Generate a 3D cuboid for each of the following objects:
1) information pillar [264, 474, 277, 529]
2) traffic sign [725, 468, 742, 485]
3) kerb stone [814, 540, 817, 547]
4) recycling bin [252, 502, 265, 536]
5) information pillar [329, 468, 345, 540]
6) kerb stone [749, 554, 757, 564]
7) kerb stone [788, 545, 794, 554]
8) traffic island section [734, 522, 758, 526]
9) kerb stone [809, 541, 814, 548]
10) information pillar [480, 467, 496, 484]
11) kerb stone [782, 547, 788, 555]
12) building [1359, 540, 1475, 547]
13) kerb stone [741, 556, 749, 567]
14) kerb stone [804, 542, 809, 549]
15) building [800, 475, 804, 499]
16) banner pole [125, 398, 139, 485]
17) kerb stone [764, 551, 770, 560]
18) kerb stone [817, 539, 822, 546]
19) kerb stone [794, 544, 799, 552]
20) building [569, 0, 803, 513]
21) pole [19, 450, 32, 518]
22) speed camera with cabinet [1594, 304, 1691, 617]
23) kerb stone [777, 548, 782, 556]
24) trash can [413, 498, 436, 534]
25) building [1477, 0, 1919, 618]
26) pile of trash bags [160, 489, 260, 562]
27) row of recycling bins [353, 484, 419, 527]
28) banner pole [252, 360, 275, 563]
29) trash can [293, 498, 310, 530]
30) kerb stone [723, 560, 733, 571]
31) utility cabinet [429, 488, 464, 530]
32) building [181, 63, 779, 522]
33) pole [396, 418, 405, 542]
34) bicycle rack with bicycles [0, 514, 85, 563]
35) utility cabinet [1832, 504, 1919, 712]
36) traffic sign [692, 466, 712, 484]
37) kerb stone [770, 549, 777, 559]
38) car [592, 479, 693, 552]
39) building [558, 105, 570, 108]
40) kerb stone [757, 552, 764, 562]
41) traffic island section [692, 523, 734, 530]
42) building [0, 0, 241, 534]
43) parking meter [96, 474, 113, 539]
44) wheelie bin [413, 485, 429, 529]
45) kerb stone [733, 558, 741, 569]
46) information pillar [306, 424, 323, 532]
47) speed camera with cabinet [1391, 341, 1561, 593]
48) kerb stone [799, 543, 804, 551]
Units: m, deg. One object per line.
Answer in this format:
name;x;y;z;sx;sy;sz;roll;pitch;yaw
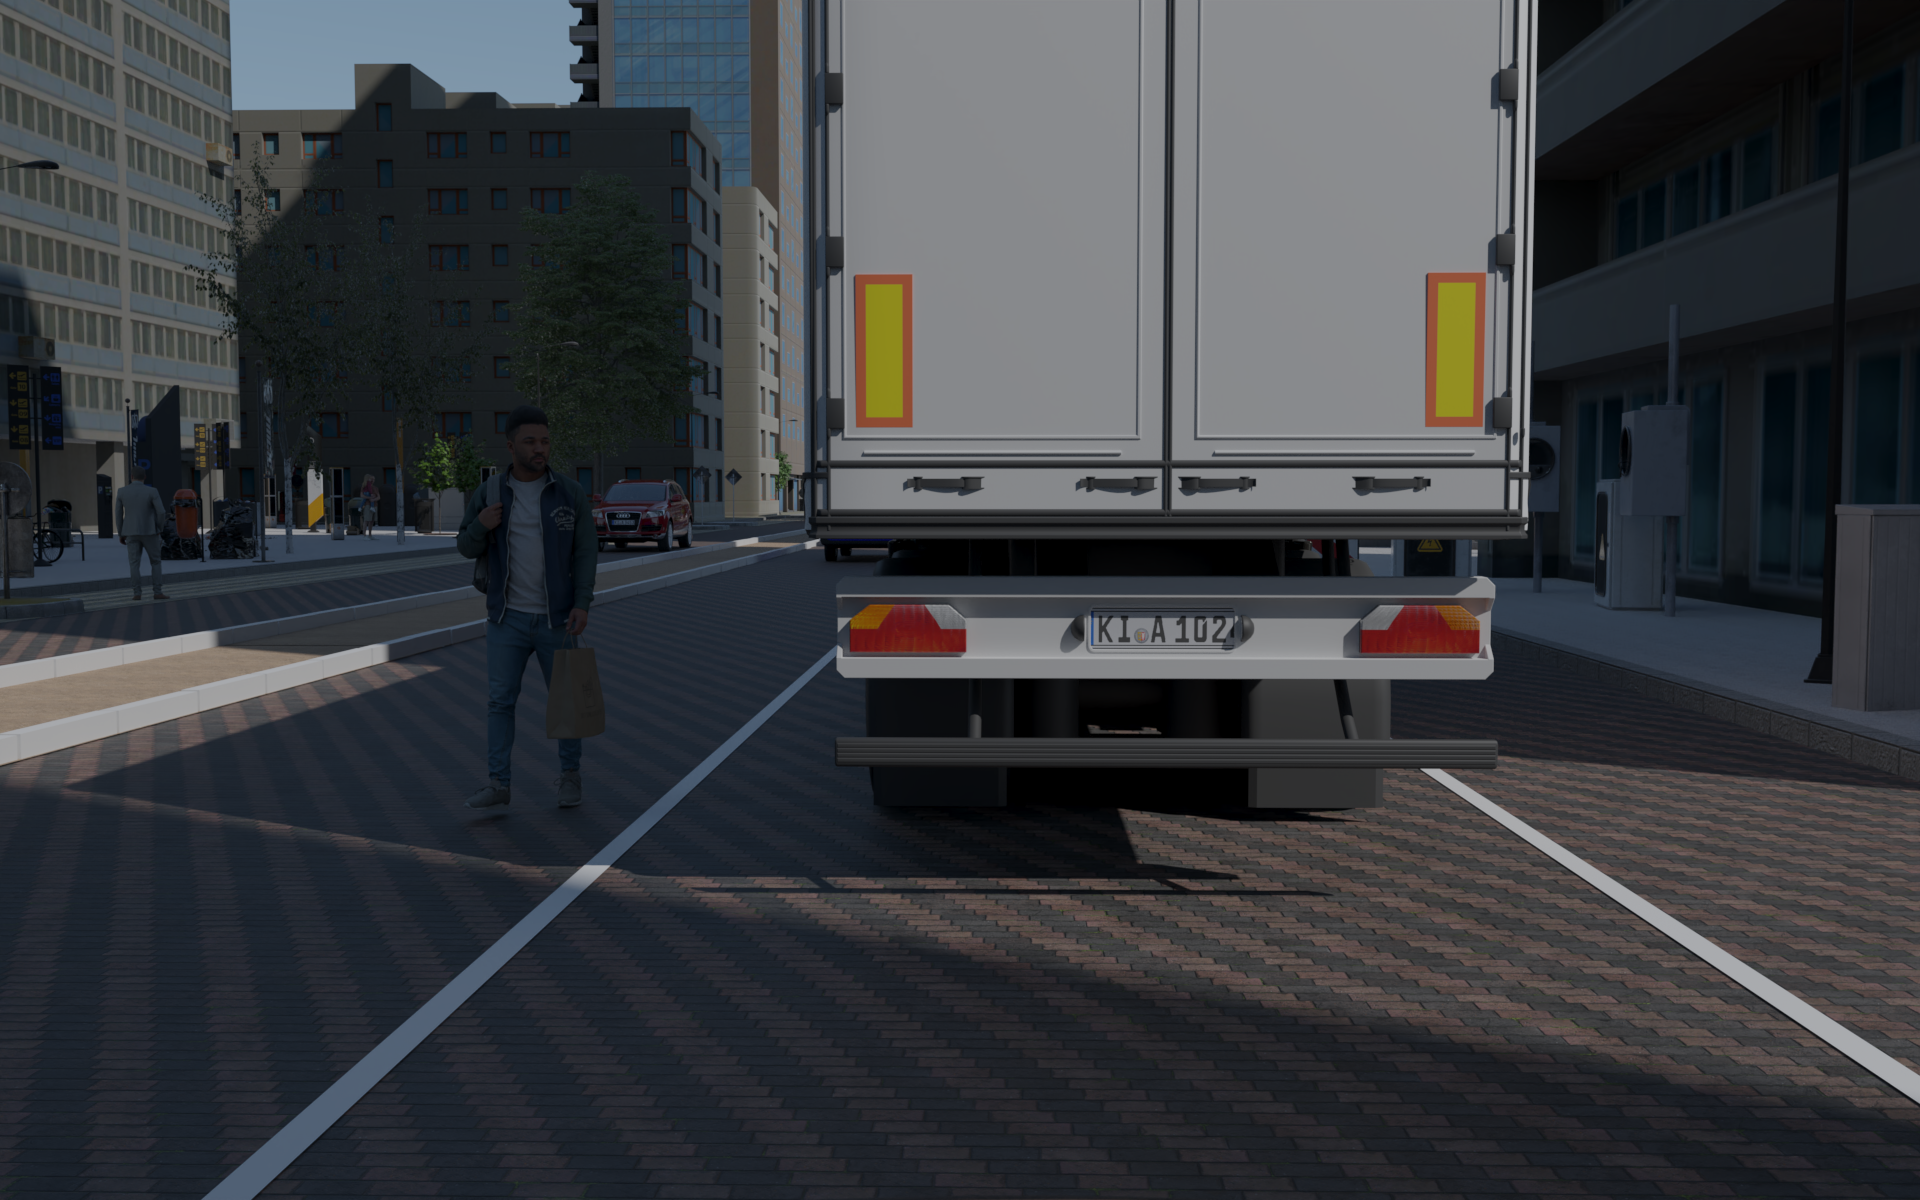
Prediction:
information pillar;-25.667;-3.668;64.458;0.304;2.012;0.304;3;4;36
traffic sign;-10.224;-4.642;78.093;0.795;2.593;0.064;0;4;2
kerb stone;-4.029;-1.497;46.692;0.120;0.150;1.000;0;4;2
recycling bin;-21.703;-2.480;53.095;0.722;1.027;0.722;-2;4;-24
information pillar;-17.322;-2.671;48.161;0.304;2.012;0.304;-2;4;-33
kerb stone;-4.342;-0.809;35.416;0.120;0.150;1.000;0;4;2
kerb stone;-4.167;-1.183;41.561;0.120;0.150;1.000;0;4;2
traffic island section;-10.248;-3.418;78.161;2.009;0.180;2.903;0;4;2
kerb stone;-4.042;-1.430;45.663;0.120;0.150;1.000;0;4;2
information pillar;-12.641;-2.568;46.472;0.304;2.012;0.304;1;4;11
kerb stone;-4.202;-1.115;40.536;0.120;0.150;1.000;0;4;2
building;18.451;-31.301;53.771;21.231;58.520;28.212;0;4;2
kerb stone;-4.377;-0.746;34.394;0.120;0.150;1.000;0;4;2
kerb stone;-4.088;-1.373;44.641;0.120;0.150;1.000;0;4;2
building;-28.128;-34.283;244.120;14.086;41.232;14.154;0;4;2
banner pole;-21.563;-3.374;45.190;0.863;3.779;0.401;3;5;41
kerb stone;-4.287;-0.927;37.459;0.120;0.150;1.000;0;4;2
kerb stone;-3.989;-1.561;47.713;0.120;0.150;1.000;0;4;2
kerb stone;-4.147;-1.242;42.594;0.120;0.150;1.000;0;4;2
building;-18.766;-28.912;122.830;14.600;45.320;14.200;0;4;2
pole;-21.928;-2.861;40.623;0.158;3.312;0.155;0;3;0
speed camera with cabinet;7.414;-1.502;18.897;0.660;3.252;2.038;1;4;11
kerb stone;-4.234;-1.059;39.509;0.120;0.150;1.000;0;4;2
trash can;-17.358;-2.720;56.123;0.748;1.137;0.748;0;3;0
building;18.503;-23.937;15.069;21.300;48.544;21.600;0;4;2
pile of trash bags;-14.867;-1.480;33.952;1.912;1.369;3.447;-1;4;-14
row of recycling bins;-22.348;-3.794;69.141;3.534;1.692;1.069;-2;4;-24
banner pole;-13.113;-2.612;32.729;0.401;3.779;0.863;0;4;0
trash can;-23.748;-3.122;62.704;0.748;1.137;0.748;0;3;0
kerb stone;-4.429;-0.621;32.345;0.120;0.150;1.000;0;4;2
utility cabinet;-18.147;-3.214;61.231;1.173;1.500;0.318;-1;4;-9
building;-25.425;-15.134;92.477;27.650;21.520;28.899;0;4;2
pole;-15.015;-3.215;46.413;0.158;3.312;0.155;0;3;0
bicycle rack with bicycles;-17.872;-1.172;32.550;2.925;0.926;2.852;1;4;22
utility cabinet;5.786;0.044;10.435;1.020;1.237;0.306;-1;4;-17
traffic sign;-10.454;-4.154;70.111;0.795;2.593;0.064;0;4;2
kerb stone;-4.258;-0.993;38.488;0.120;0.150;1.000;0;4;2
car;-8.221;-2.213;44.849;2.281;1.827;5.304;0;3;0
building;-26.599;-28.953;165.265;32.217;40.220;23.993;0;4;2
kerb stone;-4.316;-0.871;36.437;0.120;0.150;1.000;0;4;2
traffic island section;-10.477;-2.930;70.179;2.009;0.180;2.903;0;4;2
building;-38.728;-22.385;57.881;23.993;40.220;32.217;0;4;2
parking meter;-24.667;-2.707;49.969;0.399;1.863;0.255;2;4;28
wheelie bin;-19.247;-3.340;62.525;0.980;1.594;0.693;-2;4;-31
kerb stone;-4.409;-0.684;33.373;0.120;0.150;1.000;0;4;2
information pillar;-21.592;-4.073;57.945;0.504;3.616;0.183;0;4;3
speed camera with cabinet;6.658;-1.717;22.413;2.038;3.252;0.660;1;4;11
kerb stone;-4.111;-1.310;43.615;0.120;0.150;1.000;0;4;2
